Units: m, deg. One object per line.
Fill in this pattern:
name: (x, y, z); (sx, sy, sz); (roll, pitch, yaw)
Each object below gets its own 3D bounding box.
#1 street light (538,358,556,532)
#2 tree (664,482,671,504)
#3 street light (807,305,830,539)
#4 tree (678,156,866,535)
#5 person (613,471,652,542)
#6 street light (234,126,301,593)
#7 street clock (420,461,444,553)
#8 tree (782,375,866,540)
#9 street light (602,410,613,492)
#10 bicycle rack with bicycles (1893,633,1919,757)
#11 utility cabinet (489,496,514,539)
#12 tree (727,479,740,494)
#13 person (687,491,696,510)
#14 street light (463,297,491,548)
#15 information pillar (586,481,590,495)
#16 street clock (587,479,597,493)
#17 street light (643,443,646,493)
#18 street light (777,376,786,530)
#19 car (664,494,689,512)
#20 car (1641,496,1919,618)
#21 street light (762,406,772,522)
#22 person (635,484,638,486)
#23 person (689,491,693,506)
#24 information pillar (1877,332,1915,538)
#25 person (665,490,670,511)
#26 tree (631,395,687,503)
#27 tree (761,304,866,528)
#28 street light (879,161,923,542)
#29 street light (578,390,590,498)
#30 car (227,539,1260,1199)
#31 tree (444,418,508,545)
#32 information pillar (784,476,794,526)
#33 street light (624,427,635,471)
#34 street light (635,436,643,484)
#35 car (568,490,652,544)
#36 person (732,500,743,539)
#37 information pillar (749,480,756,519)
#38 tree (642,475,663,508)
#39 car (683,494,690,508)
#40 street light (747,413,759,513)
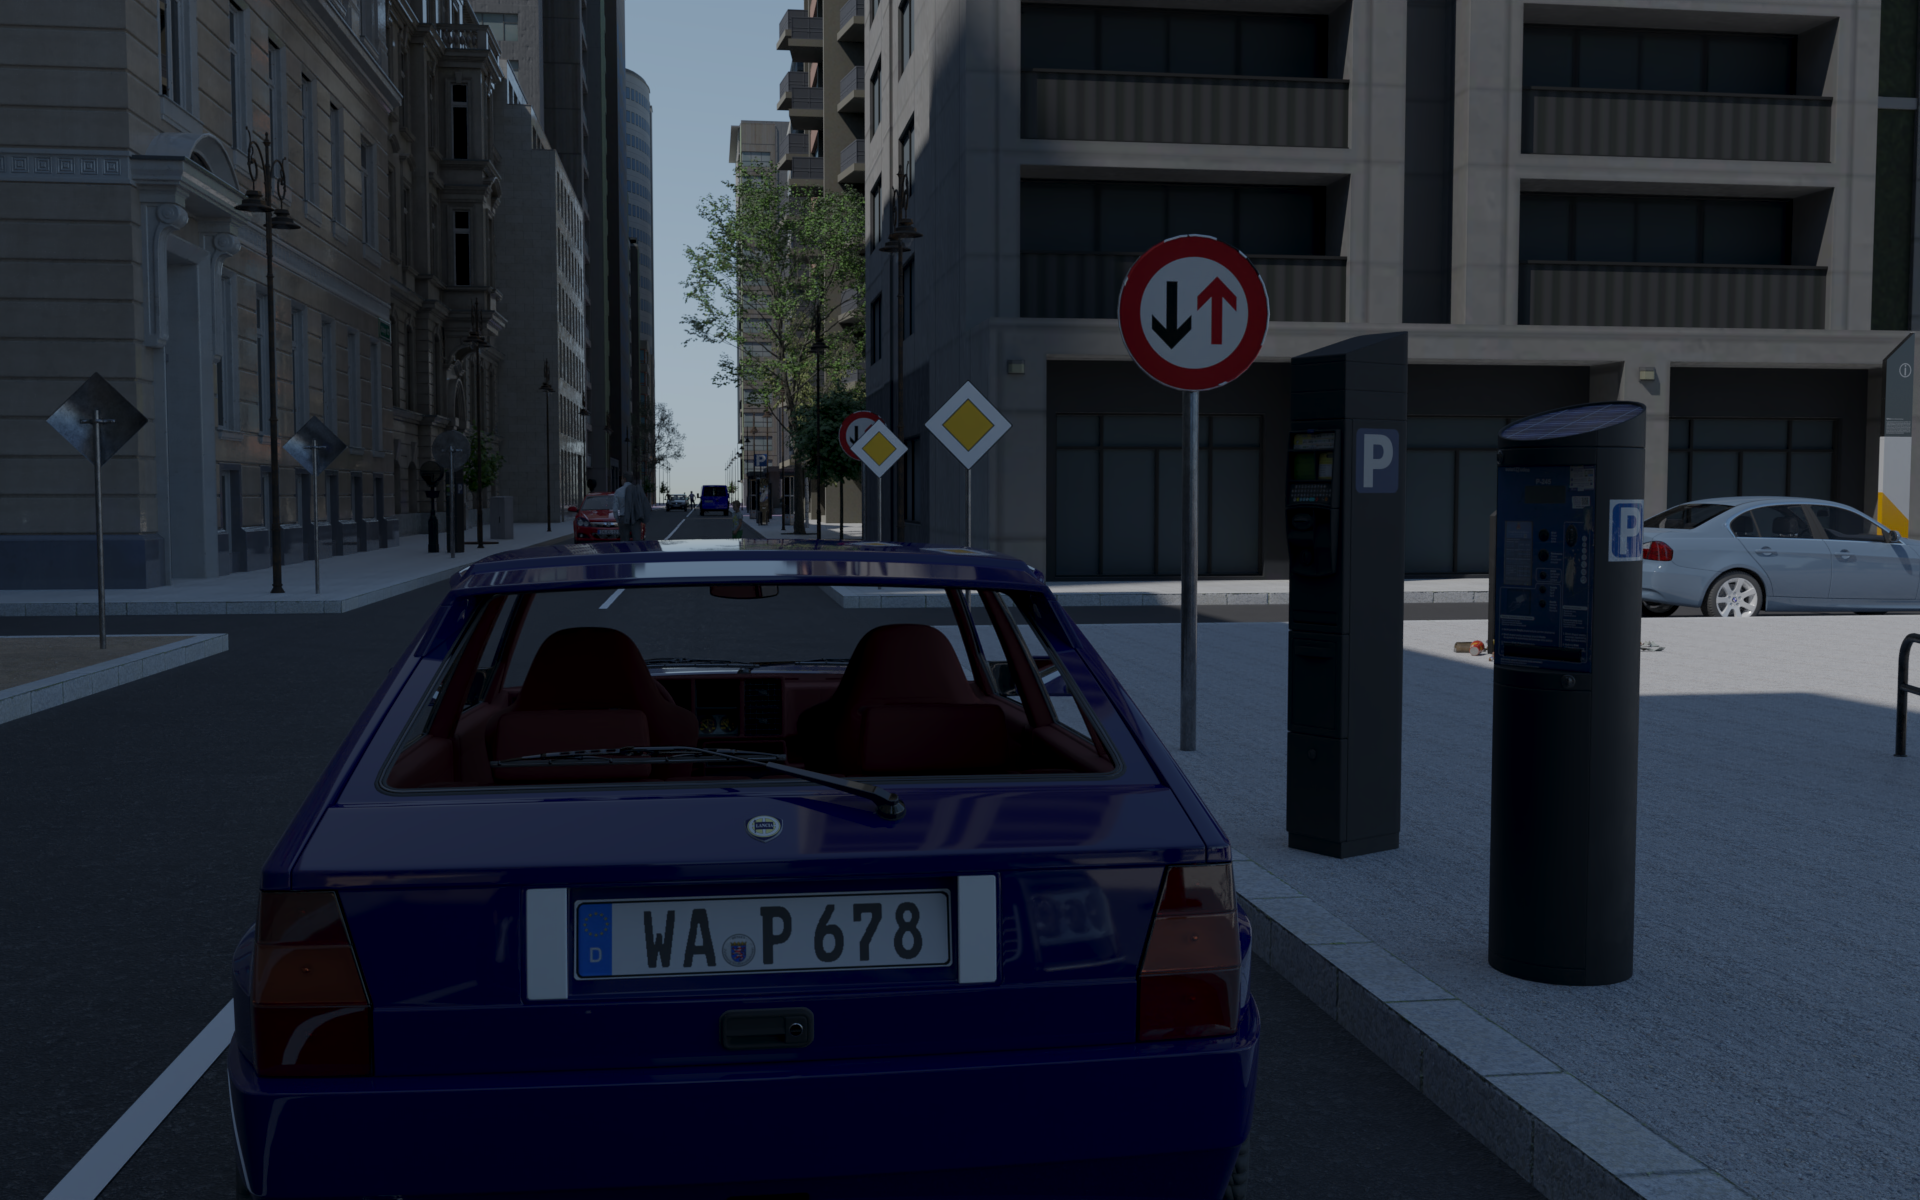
street light: (-14.053, -5.277, 59.068); (0.468, 5.910, 1.993); (-1, 4, -8)
tree: (-38.918, -14.204, 226.834); (1.663, 3.219, 1.824); (0, 3, 0)
street light: (-3.478, -4.265, 42.525); (0.468, 5.910, 1.993); (-1, 4, -8)
tree: (-5.242, -7.874, 54.498); (9.928, 11.665, 9.643); (0, 3, 0)
person: (-5.776, -1.340, 30.513); (0.679, 1.850, 0.850); (-1, 4, -16)
street light: (-8.852, -3.027, 22.287); (0.468, 5.910, 1.993); (-1, 4, -8)
street clock: (-11.527, -2.036, 37.867); (0.471, 2.002, 0.358); (0, 4, 3)
tree: (-3.356, -3.913, 47.697); (4.285, 4.588, 4.351); (0, 3, 0)
street light: (-19.834, -7.662, 98.055); (0.468, 5.910, 1.993); (-1, 4, -8)
bicycle rack with bicycles: (5.474, 0.356, 7.562); (2.852, 0.926, 2.925); (1, 4, 11)
utility cabinet: (-13.076, -2.337, 49.376); (0.306, 1.237, 1.020); (-3, 4, -38)
tree: (-28.515, -13.546, 216.078); (1.663, 3.219, 1.824); (0, 3, 0)
person: (-23.453, -8.703, 151.739); (0.756, 1.711, 0.436); (1, 4, 16)
street light: (-11.362, -4.165, 40.884); (0.468, 5.910, 1.993); (-1, 4, -8)
information pillar: (-20.508, -5.531, 94.928); (0.304, 2.012, 0.304); (2, 4, 31)
street clock: (-17.408, -4.730, 81.904); (0.471, 2.002, 0.358); (3, 4, 37)
street light: (-27.923, -11.041, 153.300); (0.468, 5.910, 1.993); (-1, 4, -8)
street light: (-6.254, -5.406, 61.170); (0.468, 5.910, 1.993); (-1, 4, -8)
car: (-23.346, -8.129, 142.700); (2.009, 1.686, 4.222); (-1, 4, -9)
car: (9.370, -0.454, 19.429); (4.499, 1.417, 2.014); (-1, 4, -9)
street light: (-8.806, -6.510, 79.223); (0.468, 5.910, 1.993); (-1, 4, -8)
person: (-11.575, -3.230, 61.666); (0.721, 1.781, 0.623); (-1, 4, -20)
person: (-33.222, -12.556, 213.884); (0.705, 1.812, 1.348); (-3, 5, -40)
information pillar: (13.561, -2.063, 25.091); (0.504, 3.616, 0.183); (-1, 4, -14)
person: (-24.531, -8.382, 146.068); (0.721, 1.766, 1.217); (2, 4, 27)
tree: (-29.585, -14.018, 163.600); (8.767, 10.594, 7.601); (0, 4, 5)
tree: (-5.569, -7.032, 65.330); (4.737, 8.622, 4.395); (0, 3, 0)
street light: (-0.840, -3.162, 24.484); (0.468, 5.910, 1.993); (-1, 4, -8)
street light: (-16.718, -6.380, 77.105); (0.468, 5.910, 1.993); (-1, 4, -8)
car: (-0.546, 0.498, 4.442); (1.945, 1.354, 3.894); (0, 4, -8)
tree: (-12.518, -3.045, 44.386); (1.663, 3.219, 1.824); (0, 3, 0)
information pillar: (-6.981, -4.049, 70.692); (0.304, 2.012, 0.304); (2, 4, 25)
street light: (-22.324, -8.781, 116.353); (0.468, 5.910, 1.993); (-1, 4, -8)
street light: (-25.107, -9.883, 134.373); (0.468, 5.910, 1.993); (-1, 4, -8)
car: (-9.180, -2.230, 45.504); (2.155, 1.783, 4.494); (-1, 4, -10)
person: (-4.809, -1.516, 37.540); (0.306, 1.304, 0.590); (2, 4, 24)
information pillar: (-10.635, -5.165, 88.941); (0.304, 2.012, 0.304); (-2, 4, -24)
tree: (-28.706, -10.034, 158.651); (1.663, 3.219, 1.824); (0, 3, 0)
car: (-29.980, -10.641, 185.785); (2.131, 1.459, 4.920); (0, 4, -7)
street light: (-11.810, -7.747, 99.447); (0.468, 5.910, 1.993); (-1, 4, -8)
